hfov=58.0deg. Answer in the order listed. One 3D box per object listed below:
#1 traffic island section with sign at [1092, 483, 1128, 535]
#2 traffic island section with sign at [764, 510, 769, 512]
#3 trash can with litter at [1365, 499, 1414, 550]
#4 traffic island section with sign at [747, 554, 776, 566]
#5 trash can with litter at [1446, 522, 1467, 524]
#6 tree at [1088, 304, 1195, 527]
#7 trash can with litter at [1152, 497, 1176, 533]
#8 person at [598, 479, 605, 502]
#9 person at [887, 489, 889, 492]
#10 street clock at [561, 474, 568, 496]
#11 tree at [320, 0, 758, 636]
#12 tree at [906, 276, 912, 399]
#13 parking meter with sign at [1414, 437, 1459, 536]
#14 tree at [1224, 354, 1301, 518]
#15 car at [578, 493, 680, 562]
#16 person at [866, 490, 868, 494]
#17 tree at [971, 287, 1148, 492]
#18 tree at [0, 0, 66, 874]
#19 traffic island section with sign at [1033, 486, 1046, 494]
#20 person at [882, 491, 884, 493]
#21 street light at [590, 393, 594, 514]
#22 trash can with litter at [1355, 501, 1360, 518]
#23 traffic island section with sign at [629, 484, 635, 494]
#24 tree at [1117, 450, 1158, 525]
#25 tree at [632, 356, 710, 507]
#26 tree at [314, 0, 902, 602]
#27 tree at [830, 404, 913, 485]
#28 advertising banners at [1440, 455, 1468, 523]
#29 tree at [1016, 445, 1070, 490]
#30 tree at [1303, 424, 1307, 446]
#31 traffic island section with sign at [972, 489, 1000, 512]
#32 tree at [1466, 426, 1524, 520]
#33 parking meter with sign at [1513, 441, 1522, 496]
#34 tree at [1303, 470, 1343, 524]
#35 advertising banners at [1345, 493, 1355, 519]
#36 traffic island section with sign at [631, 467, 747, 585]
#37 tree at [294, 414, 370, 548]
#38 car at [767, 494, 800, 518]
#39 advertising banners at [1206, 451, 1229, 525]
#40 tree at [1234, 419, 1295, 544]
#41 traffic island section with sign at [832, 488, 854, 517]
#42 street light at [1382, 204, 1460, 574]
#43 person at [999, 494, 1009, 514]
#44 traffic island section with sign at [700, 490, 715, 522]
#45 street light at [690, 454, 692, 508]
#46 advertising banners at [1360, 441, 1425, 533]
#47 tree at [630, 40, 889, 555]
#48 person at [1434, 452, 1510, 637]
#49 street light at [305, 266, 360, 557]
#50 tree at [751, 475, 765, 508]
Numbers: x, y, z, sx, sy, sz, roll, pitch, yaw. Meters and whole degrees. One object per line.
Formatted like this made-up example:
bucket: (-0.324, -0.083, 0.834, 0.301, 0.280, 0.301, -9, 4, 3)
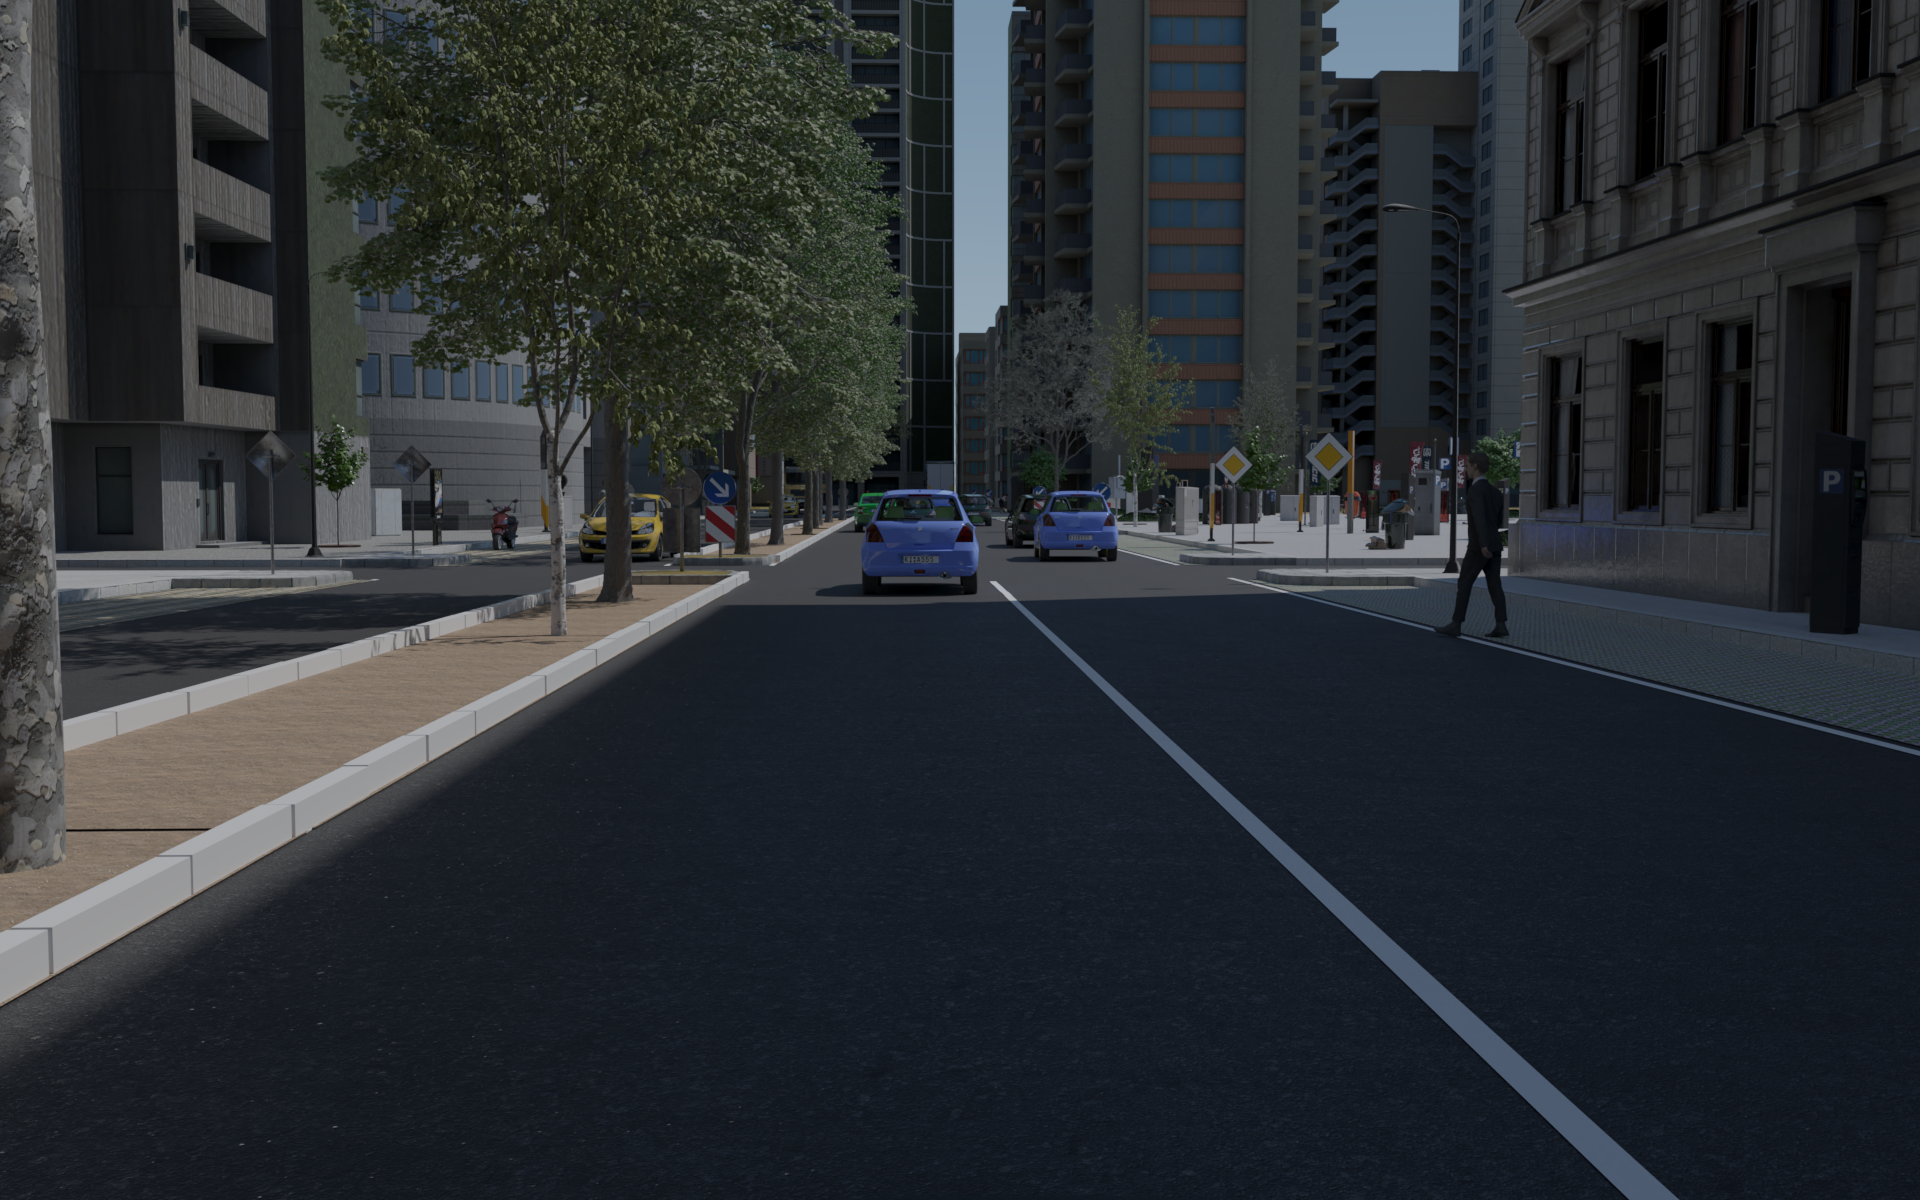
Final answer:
traffic island section with sign: (4.832, -3.227, 61.387, 1.989, 1.847, 2.006, 0, 4, -2)
traffic island section with sign: (-14.496, -7.871, 137.319, 1.989, 1.847, 2.006, 0, 4, -2)
trash can with litter: (9.936, -1.755, 40.084, 1.055, 1.170, 0.624, -2, 4, -31)
traffic island section with sign: (-4.846, -1.673, 35.489, 2.006, 1.907, 1.989, 0, 4, -2)
trash can with litter: (21.856, -3.858, 74.136, 2.233, 1.210, 1.678, 0, 4, 1)
tree: (6.859, -7.127, 66.884, 4.737, 8.622, 4.395, 0, 3, 0)
trash can with litter: (6.968, -2.835, 57.746, 1.055, 1.170, 0.624, -3, 5, -40)
person: (-8.567, -2.051, 42.135, 0.767, 1.812, 0.694, 0, 4, -5)
person: (-5.928, -8.107, 140.911, 0.709, 1.838, 0.599, 3, 4, 36)
street clock: (-14.221, -3.492, 61.666, 0.471, 2.002, 0.358, 0, 4, 4)
tree: (-3.999, -3.924, 16.982, 4.737, 8.622, 4.395, 0, 3, 0)
tree: (-5.281, -7.844, 48.837, 7.486, 12.596, 7.792, 0, 3, 0)
parking meter with sign: (14.538, -3.519, 53.802, 1.738, 3.016, 0.543, 3, 5, 44)
tree: (16.025, -8.676, 92.208, 4.360, 8.622, 3.978, 0, 3, 0)
car: (-7.210, -1.699, 38.002, 2.015, 1.641, 3.980, 0, 4, 0)
person: (-9.947, -10.866, 186.182, 1.348, 1.821, 0.705, 1, 4, 15)
tree: (5.788, -11.700, 101.660, 12.009, 13.543, 11.850, 0, 3, 0)
tree: (-4.920, -9.084, 6.869, 12.611, 20.169, 13.585, 0, 3, 0)
traffic island section with sign: (3.896, -4.875, 88.326, 1.989, 1.847, 2.006, 0, 4, -2)
person: (-7.991, -10.376, 178.860, 1.217, 1.743, 0.721, -1, 4, -19)
street light: (-13.915, -5.836, 67.952, 1.470, 5.913, 1.316, 0, 4, -2)
trash can with litter: (21.475, -5.002, 93.164, 0.624, 1.170, 1.055, -3, 5, -41)
traffic island section with sign: (-11.837, -3.215, 61.201, 1.989, 1.847, 2.006, 0, 4, -2)
tree: (7.226, -4.763, 72.473, 1.663, 3.219, 1.824, 0, 3, 0)
tree: (-15.495, -8.758, 93.556, 4.360, 8.622, 3.978, 0, 3, 0)
tree: (-4.669, -6.266, 23.042, 7.486, 12.596, 7.792, 0, 3, 0)
tree: (-6.956, -10.140, 102.666, 8.767, 10.594, 7.601, 0, 4, -2)
advertising banners: (21.601, -4.967, 77.406, 2.074, 3.025, 0.090, 1, 4, 11)
tree: (5.490, -7.916, 113.146, 4.285, 4.588, 4.351, 0, 3, 0)
tree: (19.632, -9.749, 109.759, 4.360, 8.622, 3.978, 0, 3, 0)
traffic island section with sign: (2.164, -7.915, 138.030, 1.989, 1.847, 2.006, 0, 4, -2)
tree: (26.566, -6.204, 85.142, 4.285, 4.588, 4.351, 0, 3, 0)
parking meter with sign: (18.521, -3.674, 56.328, 0.543, 3.016, 1.738, 0, 4, -1)
tree: (15.551, -4.894, 74.614, 1.663, 3.219, 1.824, 0, 3, 0)
advertising banners: (20.910, -5.717, 89.657, 2.074, 3.025, 0.090, -1, 4, -14)
traffic island section with sign: (-4.597, -1.220, 28.086, 2.006, 1.907, 1.989, 0, 4, -2)
tree: (-15.149, -2.881, 41.712, 1.663, 3.219, 1.824, 0, 3, 0)
car: (-10.659, -5.789, 104.879, 2.015, 1.641, 3.980, 0, 4, -3)
advertising banners: (10.641, -4.594, 71.307, 0.090, 3.025, 2.074, -1, 4, -17)
tree: (7.581, -3.067, 44.743, 1.663, 3.219, 1.824, 0, 3, 0)
traffic island section with sign: (-7.481, -6.266, 110.582, 2.006, 1.907, 1.989, 0, 4, -2)
street light: (7.457, -3.387, 27.926, 1.470, 5.913, 1.316, 0, 4, -2)
person: (3.167, -6.886, 124.271, 0.799, 1.438, 0.628, 0, 4, 7)
traffic island section with sign: (-12.771, -4.863, 88.140, 1.989, 1.847, 2.006, 0, 4, -2)
street light: (-15.015, -7.805, 100.151, 1.470, 5.913, 1.316, 0, 4, -2)
advertising banners: (14.321, -3.729, 57.150, 2.074, 3.025, 0.090, 0, 4, -7)
tree: (-4.902, -6.806, 39.491, 9.928, 11.665, 9.643, 0, 3, 0)
person: (5.129, -0.550, 17.264, 0.659, 1.850, 0.755, -3, 5, -42)
street light: (-12.683, -3.840, 35.319, 1.470, 5.913, 1.316, 0, 4, -2)
tree: (-18.484, -9.923, 156.835, 1.663, 3.219, 1.824, 0, 3, 0)
